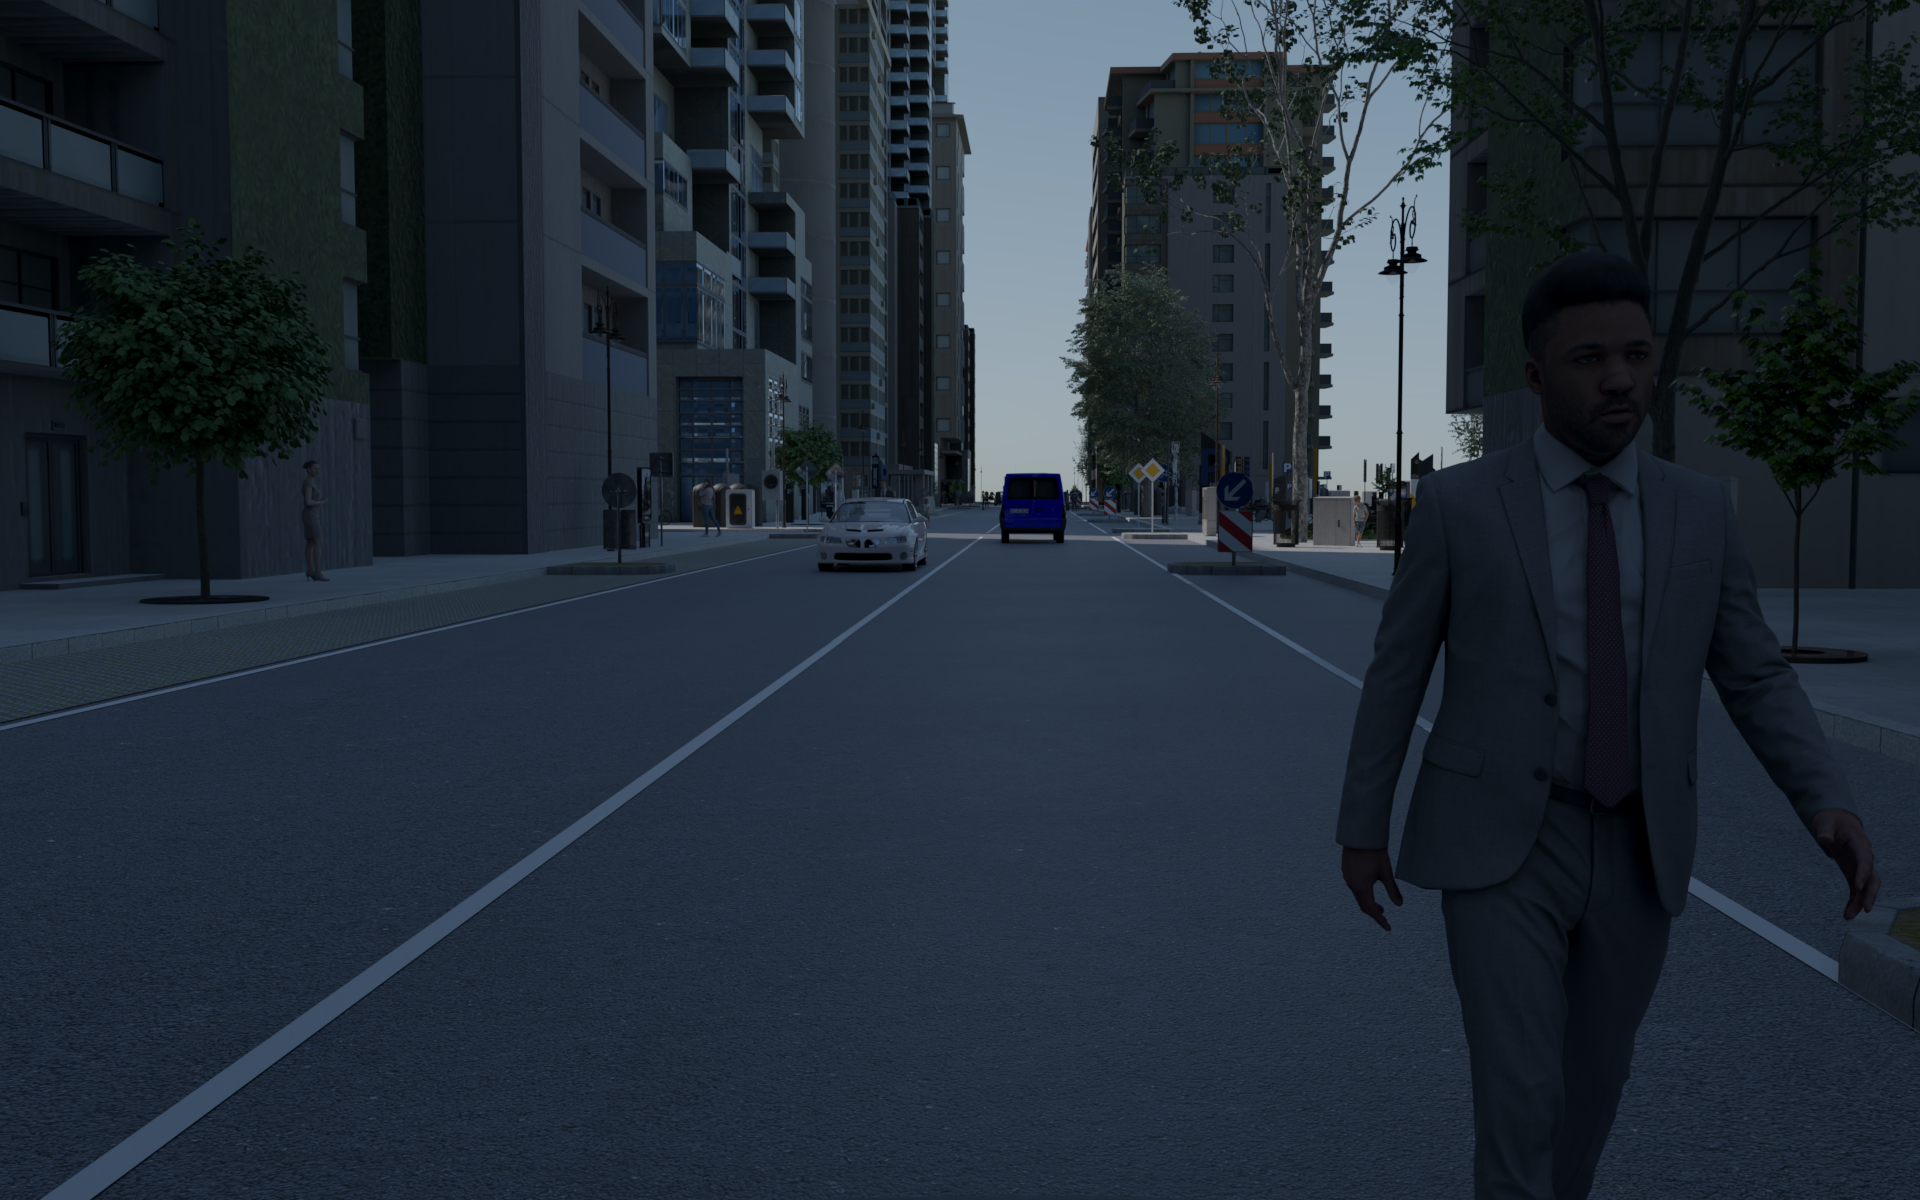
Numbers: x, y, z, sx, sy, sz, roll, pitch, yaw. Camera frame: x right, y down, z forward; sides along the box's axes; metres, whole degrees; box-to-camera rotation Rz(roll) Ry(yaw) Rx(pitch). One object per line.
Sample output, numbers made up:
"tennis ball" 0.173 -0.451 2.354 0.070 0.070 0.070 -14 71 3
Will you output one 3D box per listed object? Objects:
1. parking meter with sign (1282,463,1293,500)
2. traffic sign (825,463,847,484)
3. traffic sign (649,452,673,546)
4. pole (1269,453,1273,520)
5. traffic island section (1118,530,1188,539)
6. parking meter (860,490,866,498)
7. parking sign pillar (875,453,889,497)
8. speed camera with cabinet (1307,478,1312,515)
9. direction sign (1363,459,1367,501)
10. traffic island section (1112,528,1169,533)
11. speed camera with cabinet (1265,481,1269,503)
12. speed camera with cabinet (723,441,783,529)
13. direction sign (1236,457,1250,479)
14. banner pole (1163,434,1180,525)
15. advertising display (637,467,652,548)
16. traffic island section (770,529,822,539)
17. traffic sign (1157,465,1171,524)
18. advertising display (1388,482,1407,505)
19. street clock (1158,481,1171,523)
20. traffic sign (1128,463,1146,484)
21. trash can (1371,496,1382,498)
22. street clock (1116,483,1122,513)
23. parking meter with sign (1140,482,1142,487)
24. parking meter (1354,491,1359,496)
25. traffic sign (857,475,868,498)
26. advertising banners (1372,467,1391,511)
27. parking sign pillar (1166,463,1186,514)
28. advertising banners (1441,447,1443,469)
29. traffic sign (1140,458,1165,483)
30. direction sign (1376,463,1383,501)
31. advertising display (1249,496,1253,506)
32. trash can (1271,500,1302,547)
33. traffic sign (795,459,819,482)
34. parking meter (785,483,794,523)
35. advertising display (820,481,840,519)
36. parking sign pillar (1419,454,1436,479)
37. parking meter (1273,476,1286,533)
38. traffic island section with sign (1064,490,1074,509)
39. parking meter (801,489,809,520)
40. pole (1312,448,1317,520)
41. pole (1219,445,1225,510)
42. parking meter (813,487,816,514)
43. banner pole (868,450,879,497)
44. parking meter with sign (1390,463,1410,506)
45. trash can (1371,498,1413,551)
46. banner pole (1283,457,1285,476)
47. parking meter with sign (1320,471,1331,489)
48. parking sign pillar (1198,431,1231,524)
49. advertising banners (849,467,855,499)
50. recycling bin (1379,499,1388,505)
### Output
"parking meter with sign" 18.172 -6.089 95.819 0.543 3.016 1.738 0 4 6
"traffic sign" -4.647 -3.820 64.651 0.795 2.593 0.064 0 4 3
"traffic sign" -7.339 -2.473 42.562 0.606 2.300 0.079 1 4 11
"pole" 15.386 -5.617 85.687 0.158 3.312 0.155 0 3 0
"traffic island section" 6.285 -2.075 56.209 2.009 0.180 2.903 0 4 3
"parking meter" -6.021 -6.065 107.567 0.372 1.533 0.369 0 3 0
"parking sign pillar" -5.169 -7.710 114.531 1.447 3.967 1.447 2 4 24
"speed camera with cabinet" 19.237 -6.459 99.940 2.038 3.252 0.660 2 4 26
"direction sign" 26.388 -7.393 112.872 0.379 3.537 0.876 2 4 25
"traffic island section" 6.658 -2.563 64.185 2.009 0.180 2.903 0 4 3
"speed camera with cabinet" 22.105 -7.881 123.190 0.660 3.252 2.038 1 4 17
"speed camera with cabinet" -7.660 -4.289 64.468 2.038 3.252 0.660 0 4 5
"direction sign" 17.075 -6.893 104.694 0.876 3.537 0.379 -1 4 -8
"banner pole" 8.817 -5.011 71.943 0.863 3.779 0.401 -2 4 -34
"advertising display" -7.560 -2.219 41.497 0.123 1.923 0.974 0 4 3
"traffic island section" -5.044 -2.108 56.742 2.009 0.180 2.903 0 4 3
"traffic sign" 8.847 -4.569 74.817 0.768 2.556 0.104 1 4 9
"advertising display" 22.595 -5.155 89.490 0.974 1.923 0.123 -1 4 -10
"street clock" 8.935 -4.340 75.534 0.471 2.002 0.358 -3 5 -40
"traffic sign" 6.634 -3.787 64.104 0.795 2.593 0.064 0 4 3
"trash can" 26.845 -6.118 111.683 0.748 1.137 0.748 0 3 0
"street clock" 10.825 -6.929 117.863 0.358 2.002 0.471 -2 4 -30
"parking meter with sign" 11.599 -6.861 108.438 0.543 3.016 1.738 1 4 18
"parking meter" 30.304 -7.588 132.471 0.372 1.533 0.369 0 3 0
"traffic sign" -5.154 -5.465 91.482 0.606 2.300 0.079 0 4 8
"advertising banners" 27.661 -7.187 113.694 0.090 3.025 2.074 -1 4 -21
"parking sign pillar" 13.927 -7.534 111.646 1.447 3.967 1.447 -3 5 -43
"advertising banners" 18.119 -4.201 64.870 0.090 3.025 2.074 1 4 23
"traffic sign" 6.261 -3.299 56.128 0.795 2.593 0.064 0 4 3
"direction sign" 30.968 -8.316 127.967 0.379 3.537 0.876 -1 4 -20
"advertising display" 16.879 -5.948 102.460 0.123 1.923 0.974 -3 5 -44
"trash can" 7.876 -1.845 41.813 0.748 1.137 0.748 0 3 0
"traffic sign" -5.020 -3.332 56.674 0.795 2.593 0.064 0 4 3
"parking meter" -7.589 -4.364 77.064 0.399 1.863 0.255 0 4 1
"advertising display" -6.267 -4.794 83.590 0.974 1.923 0.123 1 4 11
"parking sign pillar" 30.816 -7.763 115.399 1.447 3.967 1.447 0 4 1
"parking meter" 10.432 -3.111 56.574 0.255 1.863 0.399 -2 4 -35
"traffic island section with sign" 10.983 -9.474 163.529 1.989 1.847 2.006 0 4 3
"parking meter" -7.674 -4.729 85.723 0.372 1.533 0.369 0 3 0
"pole" 15.621 -5.041 76.258 0.158 3.312 0.155 0 3 0
"pole" 10.818 -4.745 71.428 0.158 3.312 0.155 0 3 0
"parking meter" -9.543 -6.549 112.789 0.255 1.863 0.399 -1 4 -21
"banner pole" -4.969 -6.650 98.745 0.863 3.779 0.401 2 4 29
"parking meter with sign" 25.172 -6.204 97.692 1.738 3.016 0.543 3 4 36
"trash can" 9.803 -1.700 39.454 0.748 1.137 0.748 0 3 0
"banner pole" 21.927 -7.775 117.132 0.401 3.779 0.863 0 4 3
"parking meter with sign" 27.299 -8.203 130.379 0.543 3.016 1.738 2 4 35
"parking sign pillar" 10.903 -5.231 73.998 1.447 3.967 1.447 1 4 22
"advertising banners" -7.020 -7.137 112.884 0.090 3.025 2.074 -1 4 -12
"recycling bin" 22.579 -4.818 91.334 0.722 1.027 0.722 3 5 39
